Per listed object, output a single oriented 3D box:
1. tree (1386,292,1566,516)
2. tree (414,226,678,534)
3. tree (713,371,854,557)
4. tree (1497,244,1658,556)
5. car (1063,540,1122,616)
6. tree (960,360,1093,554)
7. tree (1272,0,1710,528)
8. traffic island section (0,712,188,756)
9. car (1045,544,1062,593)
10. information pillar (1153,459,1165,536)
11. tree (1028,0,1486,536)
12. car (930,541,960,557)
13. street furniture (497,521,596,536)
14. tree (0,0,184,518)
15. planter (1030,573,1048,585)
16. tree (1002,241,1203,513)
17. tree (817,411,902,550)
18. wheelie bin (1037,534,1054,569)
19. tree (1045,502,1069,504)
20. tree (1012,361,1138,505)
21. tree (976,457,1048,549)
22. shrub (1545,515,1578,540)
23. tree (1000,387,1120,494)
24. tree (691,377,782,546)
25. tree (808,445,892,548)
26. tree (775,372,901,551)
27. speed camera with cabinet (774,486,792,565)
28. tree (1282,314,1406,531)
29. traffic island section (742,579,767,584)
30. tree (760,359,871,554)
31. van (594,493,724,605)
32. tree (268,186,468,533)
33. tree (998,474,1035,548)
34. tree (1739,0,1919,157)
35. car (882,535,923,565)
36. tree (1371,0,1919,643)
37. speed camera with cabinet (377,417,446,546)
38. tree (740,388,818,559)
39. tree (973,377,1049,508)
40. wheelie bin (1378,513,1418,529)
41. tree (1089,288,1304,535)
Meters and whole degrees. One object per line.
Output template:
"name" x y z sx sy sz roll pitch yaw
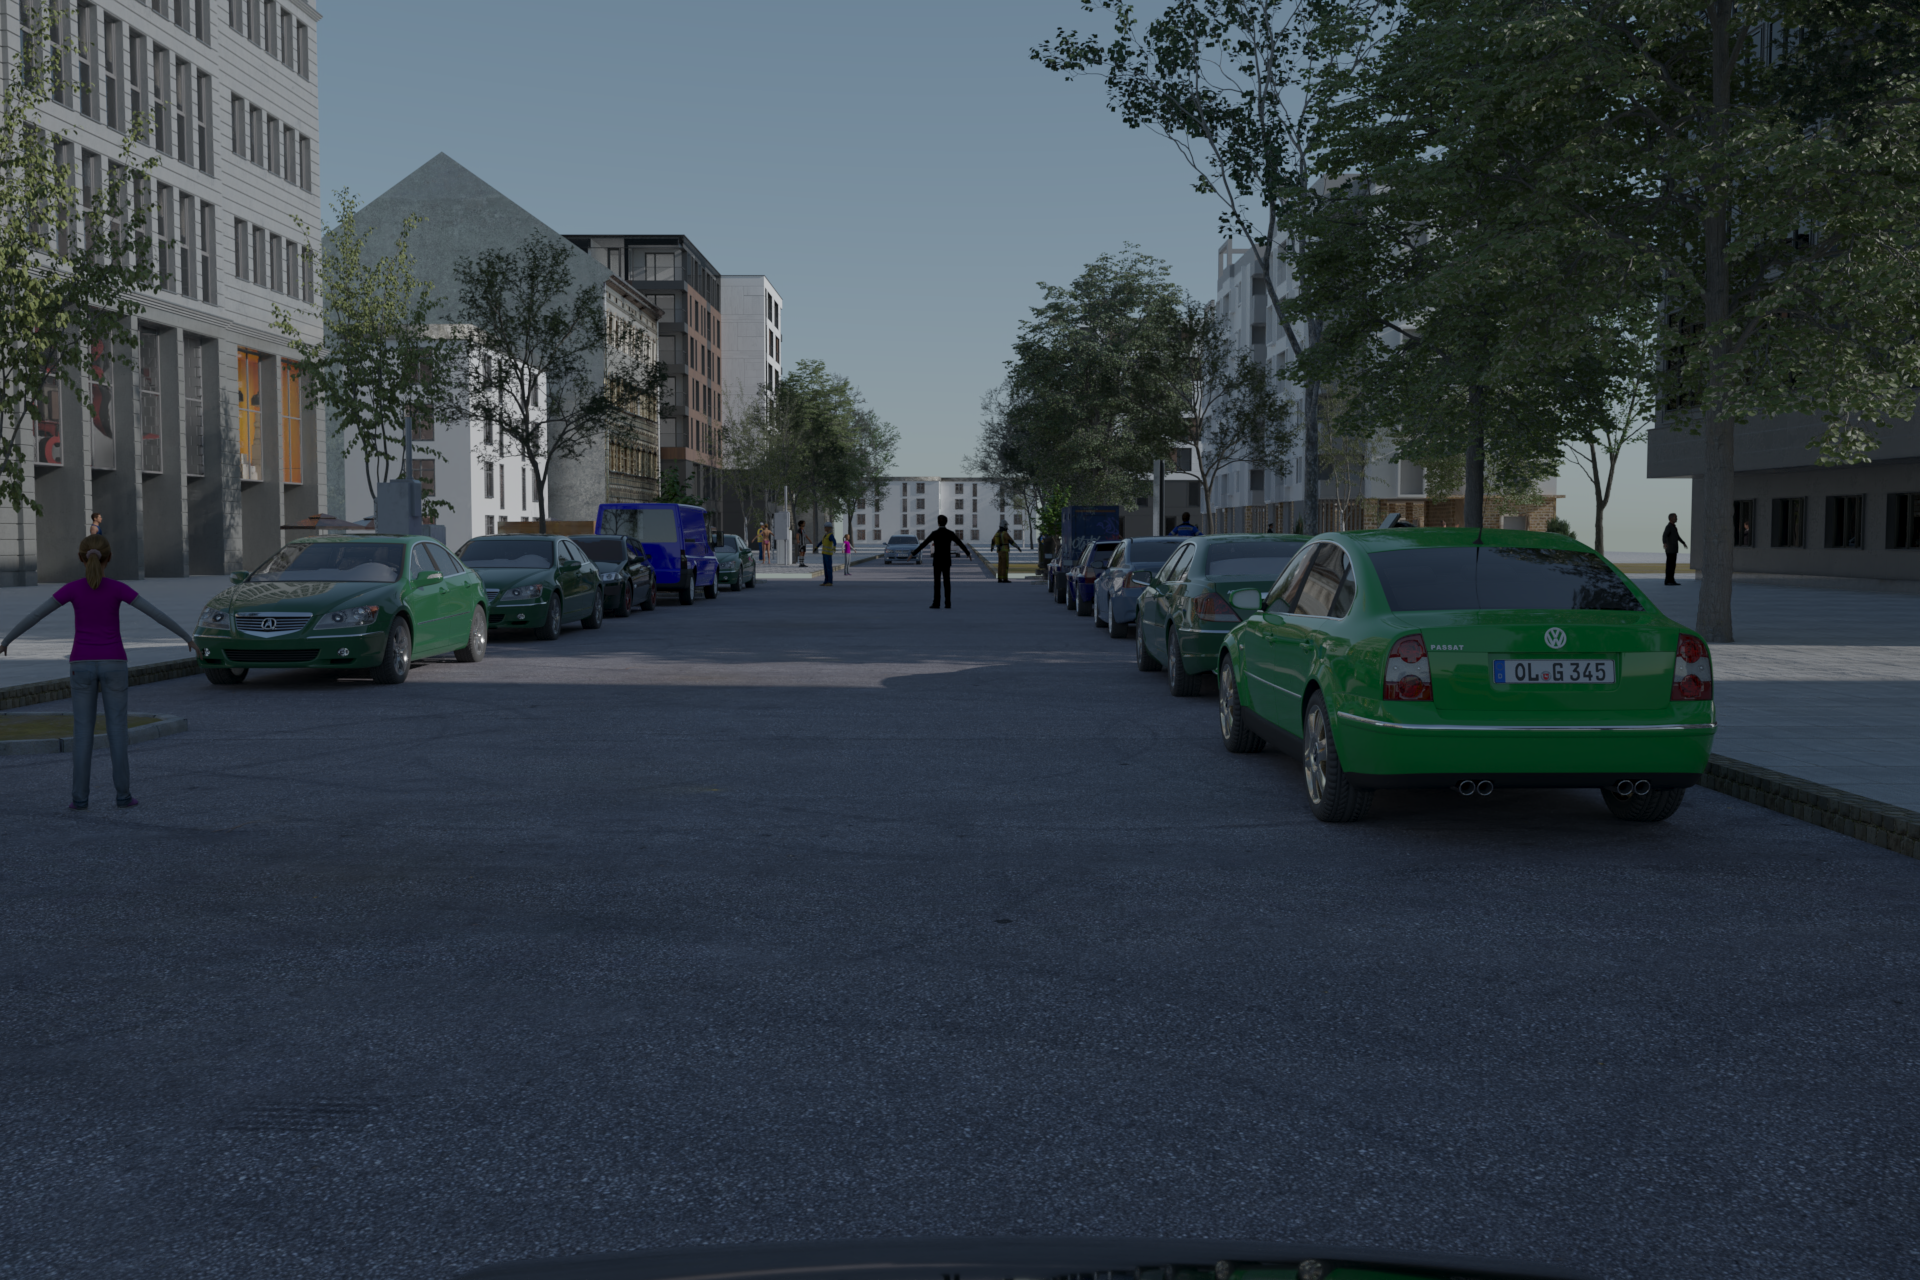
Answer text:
"tree" 21.622 -9.516 73.714 7.486 12.596 7.792 0 3 0
"tree" -12.412 -7.189 51.948 8.767 10.594 7.601 0 4 5
"tree" -9.527 -10.064 98.963 7.601 10.594 8.767 3 5 42
"tree" 22.152 -8.174 59.406 9.928 11.665 9.643 0 3 0
"car" 2.883 -1.159 31.526 1.945 1.354 3.894 0 4 0
"tree" 5.535 -12.439 113.745 12.009 13.543 11.850 0 3 0
"tree" 9.286 -6.902 30.973 7.486 12.596 7.792 0 3 0
"traffic island section" -6.628 0.655 12.150 1.991 0.108 1.994 0 4 0
"car" 3.022 -1.755 41.281 1.945 1.354 3.894 0 4 0
"information pillar" 6.345 -3.915 55.333 0.184 3.620 1.656 0 3 0
"tree" 7.773 -11.586 45.314 12.611 20.169 13.585 0 3 0
"car" -0.915 -5.834 107.746 2.083 1.381 4.827 0 4 -1
"street furniture" -14.689 -3.343 61.518 9.812 1.723 11.010 3 4 37
"tree" -12.736 -4.443 22.998 4.737 8.622 4.395 0 3 0
"planter" 3.016 -1.735 49.506 1.991 0.319 1.994 0 3 0
"tree" 6.150 -10.416 76.954 9.857 13.997 8.962 0 3 0
"tree" -8.943 -13.253 142.446 9.928 11.665 9.643 0 3 0
"wheelie bin" 3.200 -3.449 64.293 0.693 1.594 0.980 0 4 -1
"tree" 15.823 -20.388 251.471 7.486 12.596 7.792 0 3 0
"tree" 6.368 -9.537 90.343 7.601 10.594 8.767 -1 4 -15
"tree" 5.819 -12.829 144.168 8.767 10.594 7.601 -3 4 -36
"shrub" 23.051 -3.823 66.920 1.690 2.028 1.600 0 3 0
"tree" 5.953 -10.189 100.998 8.767 10.594 7.601 2 4 27
"tree" -9.827 -7.978 80.808 4.360 8.622 3.978 0 3 0
"tree" -9.969 -13.669 157.898 8.767 10.594 7.601 -3 4 -39
"tree" -9.596 -13.422 129.819 12.009 13.543 11.850 0 3 0
"speed camera with cabinet" -7.365 -4.750 72.003 0.660 3.252 2.038 0 4 -1
"tree" 12.710 -6.538 57.256 4.360 8.622 3.978 0 3 0
"traffic island section" -6.681 -1.690 50.496 1.991 0.108 1.994 0 4 0
"tree" -9.797 -11.906 112.792 7.486 12.596 7.792 0 3 0
"van" -6.318 -1.968 36.553 2.240 2.365 5.245 0 4 0
"tree" -12.448 -5.291 36.873 4.737 8.622 4.395 0 3 0
"tree" 6.072 -12.846 160.399 4.360 8.622 3.978 0 3 0
"tree" 8.476 -4.676 10.864 7.601 10.594 8.767 -2 4 -32
"car" -2.694 -4.346 83.056 2.014 1.417 4.499 0 3 0
"tree" 8.906 -6.273 20.692 7.486 12.596 7.792 0 3 0
"speed camera with cabinet" -9.519 -2.187 30.090 0.660 3.252 2.038 0 4 0
"tree" -9.578 -8.362 87.084 4.360 8.622 3.978 0 3 0
"tree" 6.175 -13.394 129.358 12.009 13.543 11.850 0 3 0
"wheelie bin" 6.561 -1.121 26.244 0.693 1.594 0.980 0 4 0
"tree" 9.395 -8.015 65.458 8.767 10.594 7.601 -2 4 -32
